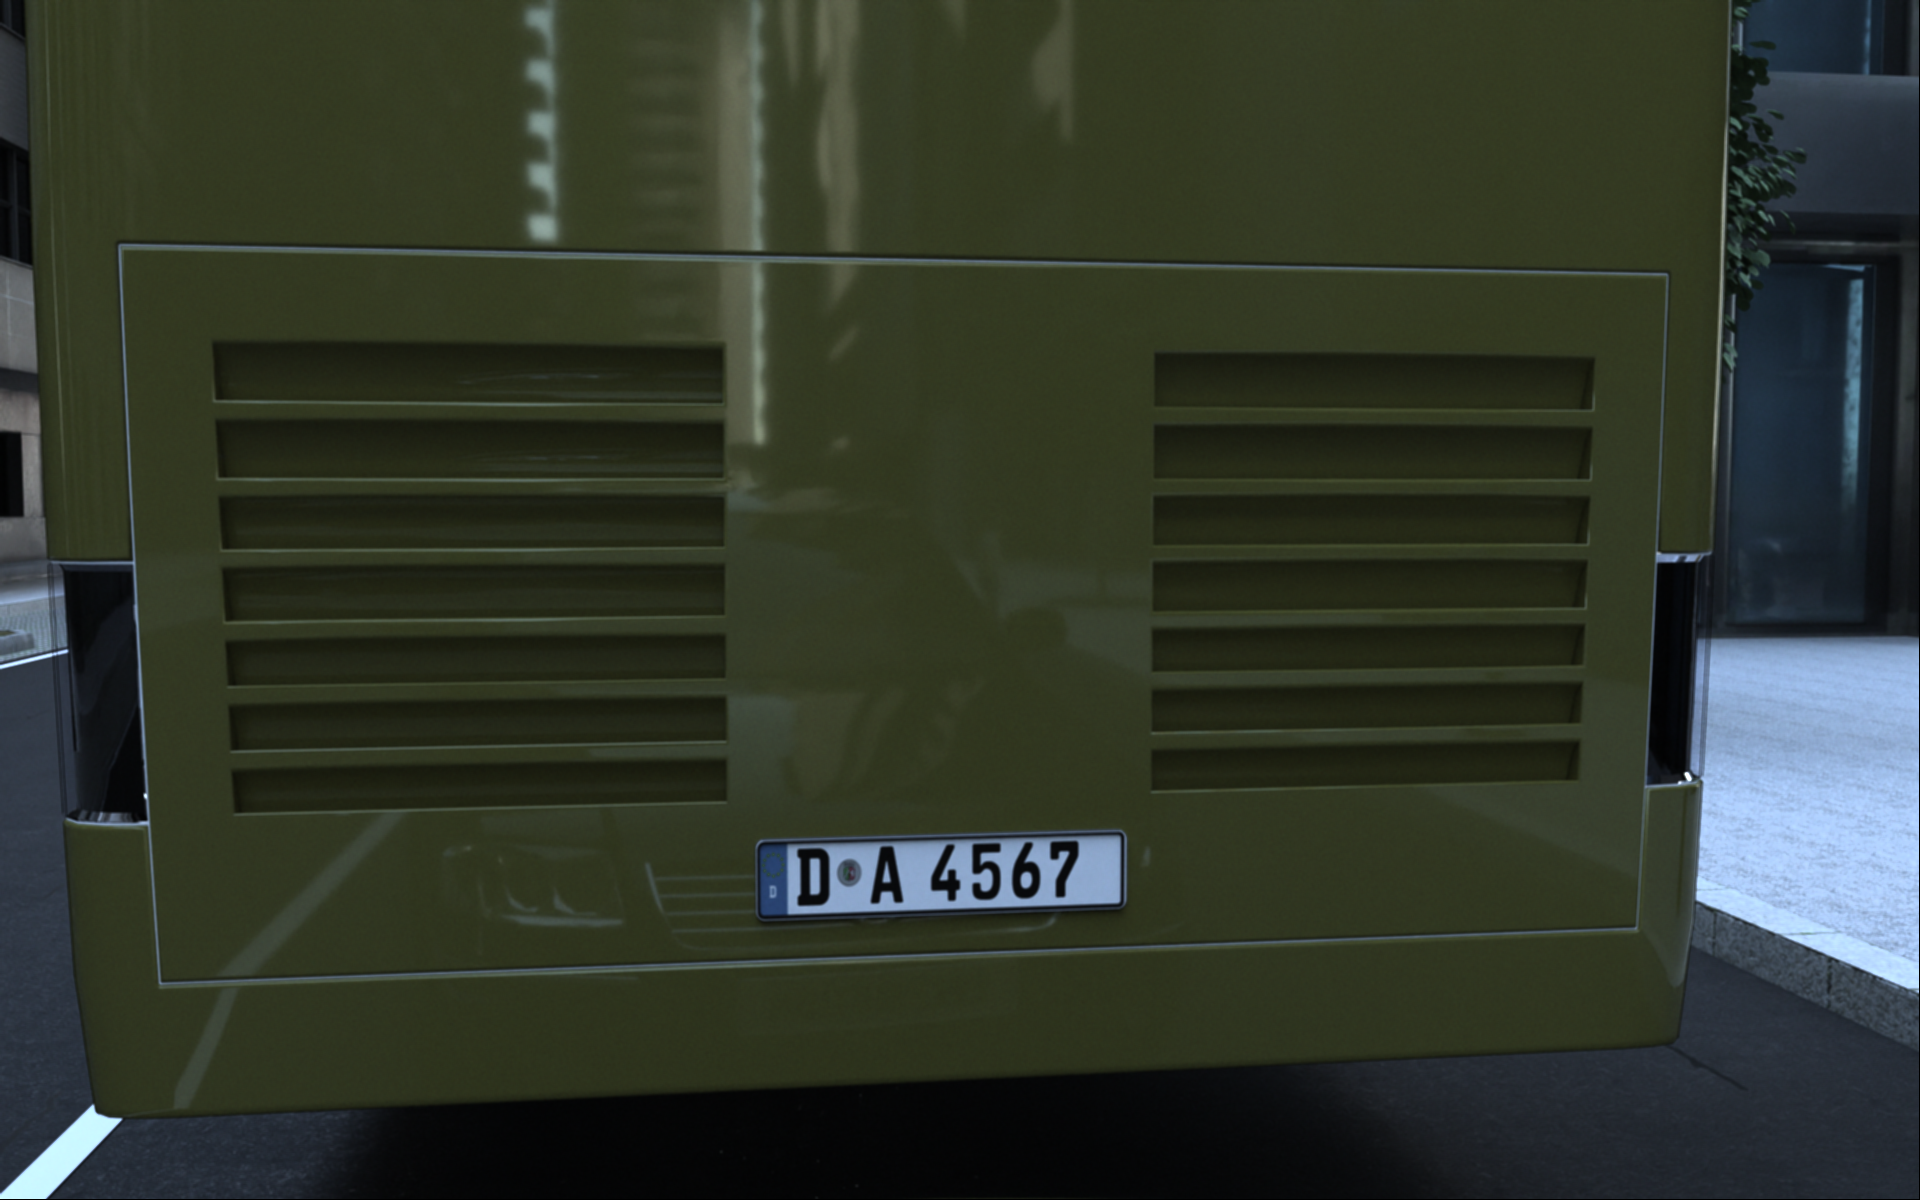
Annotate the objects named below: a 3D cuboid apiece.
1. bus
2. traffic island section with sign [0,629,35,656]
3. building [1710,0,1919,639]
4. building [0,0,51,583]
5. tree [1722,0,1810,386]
[{"bbox_3d":[-0.880,-1.038,8.524,2.896,3.916,12.252,0,4,-8],"label":"bus"},{"bbox_3d":[-9.457,-0.410,15.334,1.989,1.847,2.006,0,4,-8],"label":"traffic island section with sign"},{"bbox_3d":[11.429,-24.949,27.530,23.786,49.044,30.456,0,4,-8],"label":"building"},{"bbox_3d":[-17.720,-11.882,13.342,14.314,24.678,30.058,0,4,-8],"label":"building"},{"bbox_3d":[3.100,-1.598,9.845,4.285,4.588,4.351,0,3,0],"label":"tree"}]
